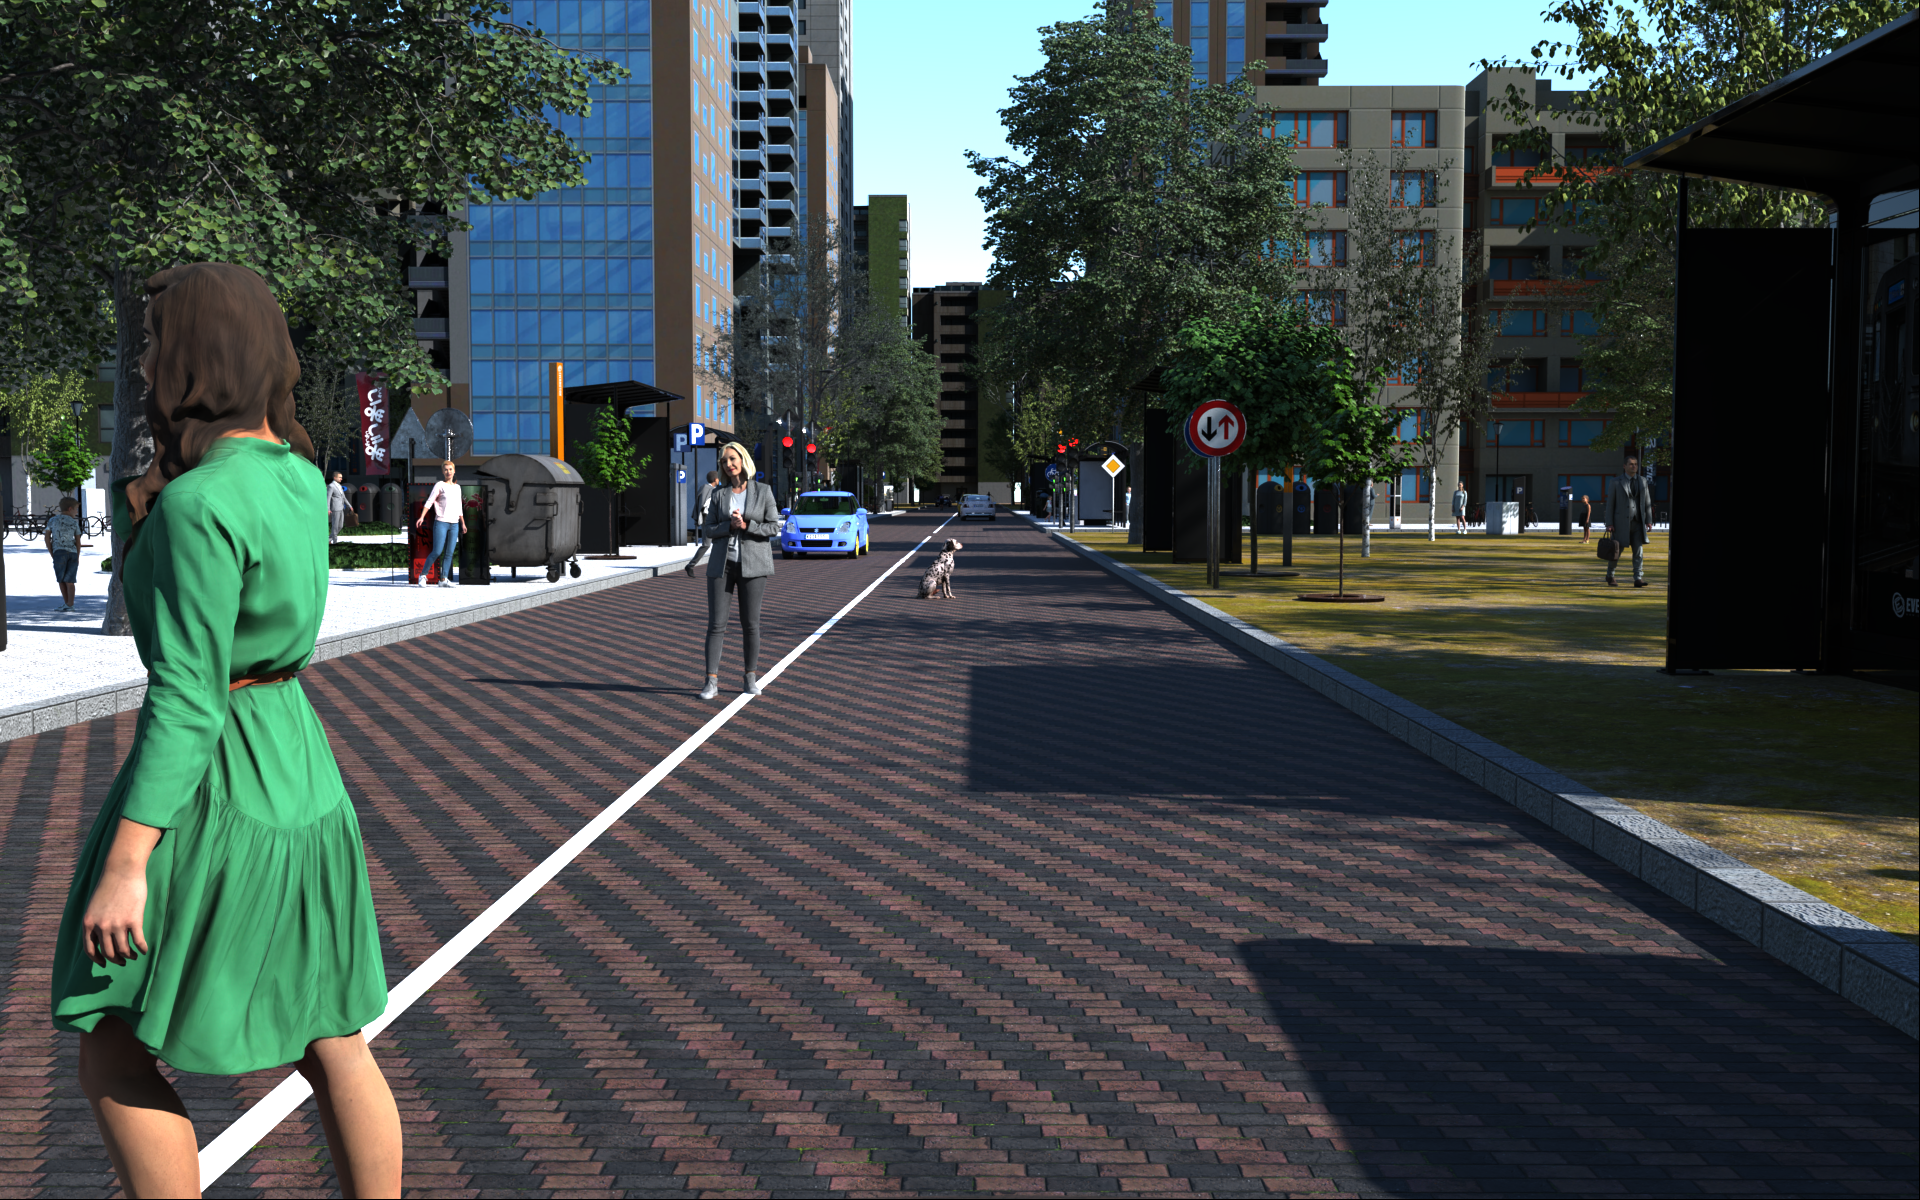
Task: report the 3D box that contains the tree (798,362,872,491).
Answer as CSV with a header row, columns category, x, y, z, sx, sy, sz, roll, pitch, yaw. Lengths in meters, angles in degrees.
category,x,y,z,sx,sy,sz,roll,pitch,yaw
tree,-6.919,-8.909,96.018,4.737,8.622,4.395,0,3,0

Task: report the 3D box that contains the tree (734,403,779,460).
category,x,y,z,sx,sy,sz,roll,pitch,yaw
tree,-16.584,-11.426,137.172,4.360,8.622,3.978,0,3,0

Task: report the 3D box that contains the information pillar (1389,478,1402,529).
category,x,y,z,sx,sy,sz,roll,pitch,yaw
information pillar,16.029,-3.625,63.753,0.304,2.012,0.304,-1,4,-22

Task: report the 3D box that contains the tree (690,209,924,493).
category,x,y,z,sx,sy,sz,roll,pitch,yaw
tree,-6.596,-10.021,74.216,12.009,13.543,11.850,0,3,0

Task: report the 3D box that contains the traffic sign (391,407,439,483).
category,x,y,z,sx,sy,sz,roll,pitch,yaw
traffic sign,-8.209,-1.584,25.896,0.884,2.594,0.081,1,4,9

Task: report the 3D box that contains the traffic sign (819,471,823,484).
category,x,y,z,sx,sy,sz,roll,pitch,yaw
traffic sign,-7.752,-5.685,93.053,0.768,2.556,0.104,1,4,10

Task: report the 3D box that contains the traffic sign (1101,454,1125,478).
category,x,y,z,sx,sy,sz,roll,pitch,yaw
traffic sign,5.037,-3.489,56.776,0.795,2.593,0.064,0,4,8

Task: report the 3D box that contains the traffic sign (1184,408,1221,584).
category,x,y,z,sx,sy,sz,roll,pitch,yaw
traffic sign,3.554,-1.496,24.567,0.768,2.556,0.104,0,4,7

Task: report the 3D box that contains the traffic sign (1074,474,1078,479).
category,x,y,z,sx,sy,sz,roll,pitch,yaw
traffic sign,6.526,-6.180,100.778,0.795,2.593,0.064,0,4,3

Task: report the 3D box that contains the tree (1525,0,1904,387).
category,x,y,z,sx,sy,sz,roll,pitch,yaw
tree,17.934,-7.733,36.811,12.009,13.543,11.850,0,3,0

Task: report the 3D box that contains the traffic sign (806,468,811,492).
category,x,y,z,sx,sy,sz,roll,pitch,yaw
traffic sign,-7.481,-5.210,85.296,0.768,2.556,0.104,0,4,7

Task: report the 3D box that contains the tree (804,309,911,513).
category,x,y,z,sx,sy,sz,roll,pitch,yaw
tree,-5.606,-12.979,118.857,9.857,13.997,8.962,0,3,0

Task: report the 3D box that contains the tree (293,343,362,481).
category,x,y,z,sx,sy,sz,roll,pitch,yaw
tree,-30.560,-8.132,83.316,4.360,8.622,3.978,0,3,0

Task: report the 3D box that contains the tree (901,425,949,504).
category,x,y,z,sx,sy,sz,roll,pitch,yaw
tree,-4.743,-17.233,216.175,7.601,10.594,8.767,-2,4,-30

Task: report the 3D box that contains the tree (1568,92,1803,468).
category,x,y,z,sx,sy,sz,roll,pitch,yaw
tree,20.906,-8.014,49.156,7.486,12.596,7.792,0,3,0

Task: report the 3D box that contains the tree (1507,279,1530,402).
category,x,y,z,sx,sy,sz,roll,pitch,yaw
tree,13.196,-5.934,47.391,4.360,8.622,3.978,0,3,0

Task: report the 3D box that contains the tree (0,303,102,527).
category,x,y,z,sx,sy,sz,roll,pitch,yaw
tree,-36.548,-7.212,68.280,4.737,8.622,4.395,0,3,0

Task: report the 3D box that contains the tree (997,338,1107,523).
category,x,y,z,sx,sy,sz,roll,pitch,yaw
tree,4.803,-7.691,76.105,4.737,8.622,4.395,0,3,0

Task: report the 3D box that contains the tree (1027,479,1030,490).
category,x,y,z,sx,sy,sz,roll,pitch,yaw
tree,5.728,-7.876,123.381,1.663,3.219,1.824,0,3,0

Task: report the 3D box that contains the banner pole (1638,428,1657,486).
category,x,y,z,sx,sy,sz,roll,pitch,yaw
banner pole,25.390,-4.535,64.166,0.863,3.779,0.401,3,5,41

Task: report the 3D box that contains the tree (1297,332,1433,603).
category,x,y,z,sx,sy,sz,roll,pitch,yaw
tree,4.538,-1.597,20.707,1.663,3.219,1.824,0,3,0

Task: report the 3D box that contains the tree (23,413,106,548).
category,x,y,z,sx,sy,sz,roll,pitch,yaw
tree,-21.648,-2.882,41.721,1.663,3.219,1.824,0,3,0

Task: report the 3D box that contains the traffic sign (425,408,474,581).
category,x,y,z,sx,sy,sz,roll,pitch,yaw
traffic sign,-7.559,-1.560,25.613,0.768,2.556,0.104,1,4,10

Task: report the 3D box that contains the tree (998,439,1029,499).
category,x,y,z,sx,sy,sz,roll,pitch,yaw
tree,6.722,-16.179,214.895,4.360,8.622,3.978,0,3,0

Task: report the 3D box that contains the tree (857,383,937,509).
category,x,y,z,sx,sy,sz,roll,pitch,yaw
tree,-5.867,-13.739,150.388,9.928,11.665,9.643,0,3,0

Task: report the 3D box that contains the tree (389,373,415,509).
category,x,y,z,sx,sy,sz,roll,pitch,yaw
tree,-32.813,-9.241,101.449,4.737,8.622,4.395,0,3,0

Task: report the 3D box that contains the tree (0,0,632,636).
category,x,y,z,sx,sy,sz,roll,pitch,yaw
tree,-7.545,-6.667,15.654,9.857,13.997,8.962,0,3,0

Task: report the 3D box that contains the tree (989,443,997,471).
category,x,y,z,sx,sy,sz,roll,pitch,yaw
tree,5.445,-14.586,188.842,4.737,8.622,4.395,0,3,0

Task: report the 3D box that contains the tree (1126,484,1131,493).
category,x,y,z,sx,sy,sz,roll,pitch,yaw
tree,11.151,-7.551,118.057,1.663,3.219,1.824,0,3,0

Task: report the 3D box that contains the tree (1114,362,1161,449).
category,x,y,z,sx,sy,sz,roll,pitch,yaw
tree,10.328,-8.680,92.273,4.360,8.622,3.978,0,3,0

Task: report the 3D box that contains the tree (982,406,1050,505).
category,x,y,z,sx,sy,sz,roll,pitch,yaw
tree,6.296,-16.815,200.677,9.928,11.665,9.643,0,3,0

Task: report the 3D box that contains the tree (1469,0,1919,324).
category,x,y,z,sx,sy,sz,roll,pitch,yaw
tree,6.785,-3.961,15.122,4.737,8.622,4.395,0,3,0

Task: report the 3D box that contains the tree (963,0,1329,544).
category,x,y,z,sx,sy,sz,roll,pitch,yaw
tree,4.626,-8.398,43.959,9.857,13.997,8.962,0,3,0

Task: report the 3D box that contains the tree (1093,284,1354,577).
category,x,y,z,sx,sy,sz,roll,pitch,yaw
tree,4.688,-2.672,27.397,4.285,4.588,4.351,0,3,0

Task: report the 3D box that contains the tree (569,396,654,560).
category,x,y,z,sx,sy,sz,roll,pitch,yaw
tree,-6.795,-2.420,34.172,1.663,3.219,1.824,0,3,0

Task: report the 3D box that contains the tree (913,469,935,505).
category,x,y,z,sx,sy,sz,roll,pitch,yaw
tree,-4.325,-13.719,208.019,4.285,4.588,4.351,0,3,0

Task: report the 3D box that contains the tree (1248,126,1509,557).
category,x,y,z,sx,sy,sz,roll,pitch,yaw
tree,8.219,-5.196,35.311,4.360,8.622,3.978,0,3,0

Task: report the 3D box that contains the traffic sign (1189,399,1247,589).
category,x,y,z,sx,sy,sz,roll,pitch,yaw
traffic sign,3.474,-1.425,23.411,0.768,2.556,0.104,0,4,7

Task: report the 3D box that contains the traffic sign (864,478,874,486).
category,x,y,z,sx,sy,sz,roll,pitch,yaw
traffic sign,-7.215,-8.390,137.281,0.768,2.556,0.104,1,4,8

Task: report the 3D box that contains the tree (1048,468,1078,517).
category,x,y,z,sx,sy,sz,roll,pitch,yaw
tree,5.591,-6.255,96.868,1.663,3.219,1.824,0,3,0

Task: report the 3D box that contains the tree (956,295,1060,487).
category,x,y,z,sx,sy,sz,roll,pitch,yaw
tree,5.395,-19.063,167.562,12.611,20.169,13.585,0,3,0

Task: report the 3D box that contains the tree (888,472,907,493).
category,x,y,z,sx,sy,sz,roll,pitch,yaw
tree,-5.244,-8.618,135.509,1.663,3.219,1.824,0,3,0

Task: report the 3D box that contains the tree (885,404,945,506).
category,x,y,z,sx,sy,sz,roll,pitch,yaw
tree,-5.383,-16.111,181.535,7.486,12.596,7.792,0,3,0

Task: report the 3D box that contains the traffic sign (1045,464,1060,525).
category,x,y,z,sx,sy,sz,roll,pitch,yaw
traffic sign,3.957,-4.436,72.639,0.768,2.556,0.104,1,4,8

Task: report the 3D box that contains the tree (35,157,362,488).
category,x,y,z,sx,sy,sz,roll,pitch,yaw
tree,-15.660,-5.252,36.237,4.737,8.622,4.395,0,3,0

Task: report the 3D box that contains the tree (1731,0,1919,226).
category,x,y,z,sx,sy,sz,roll,pitch,yaw
tree,13.654,-5.830,21.078,9.928,11.665,9.643,0,3,0
